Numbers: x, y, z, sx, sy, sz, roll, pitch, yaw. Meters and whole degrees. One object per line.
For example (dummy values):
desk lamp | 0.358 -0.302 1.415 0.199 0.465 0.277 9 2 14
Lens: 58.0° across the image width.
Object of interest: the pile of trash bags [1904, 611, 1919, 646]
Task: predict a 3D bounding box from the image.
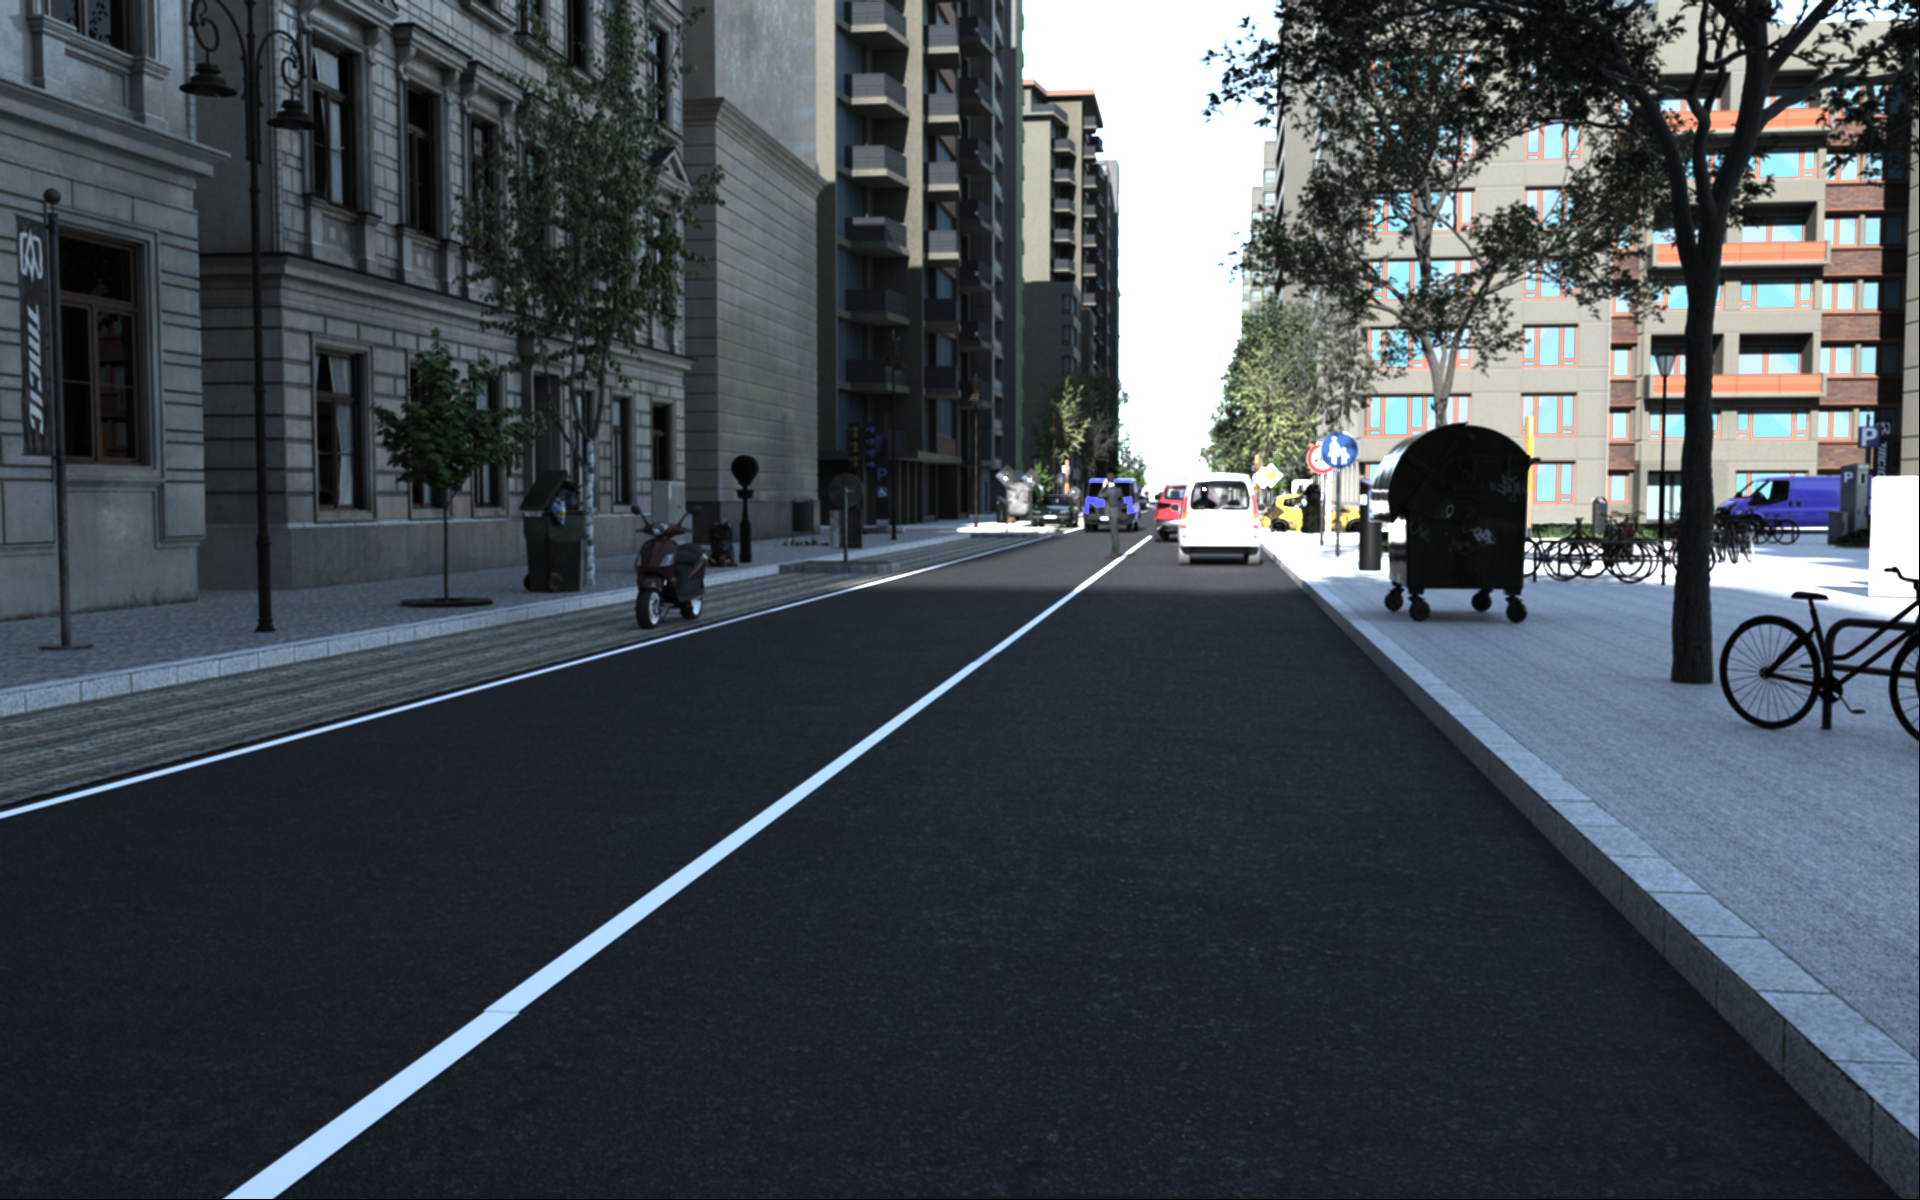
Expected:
pile of trash bags | 9.846 -0.304 14.728 3.447 1.369 1.912 -2 4 -28

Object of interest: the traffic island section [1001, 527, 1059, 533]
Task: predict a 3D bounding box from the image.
traffic island section | 2.672 -2.649 65.597 2.009 0.180 2.903 1 4 8

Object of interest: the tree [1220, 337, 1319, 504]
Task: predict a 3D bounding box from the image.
tree | 14.826 -8.050 81.975 4.737 8.622 4.395 0 3 0

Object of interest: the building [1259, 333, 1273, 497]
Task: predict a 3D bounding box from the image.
building | 45.226 -20.515 180.464 27.650 21.520 28.899 1 4 8

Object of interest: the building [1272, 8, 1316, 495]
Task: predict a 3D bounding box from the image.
building | 39.199 -32.450 154.259 21.300 48.544 21.600 1 4 8

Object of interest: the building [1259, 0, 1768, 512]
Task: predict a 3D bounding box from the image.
building | 37.491 -26.206 120.345 32.217 40.220 23.993 1 4 8

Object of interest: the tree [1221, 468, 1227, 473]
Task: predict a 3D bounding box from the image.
tree | 40.219 -18.856 258.650 4.360 8.622 3.978 0 3 0

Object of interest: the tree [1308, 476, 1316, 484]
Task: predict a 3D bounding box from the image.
tree | 20.936 -6.783 105.504 1.663 3.219 1.824 0 3 0

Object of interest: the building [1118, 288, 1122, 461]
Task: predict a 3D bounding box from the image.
building | 13.900 -36.490 288.490 32.217 40.220 23.993 1 4 8

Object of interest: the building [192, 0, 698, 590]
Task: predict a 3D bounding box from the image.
building | -12.283 -10.246 32.157 10.561 19.102 19.286 1 4 8

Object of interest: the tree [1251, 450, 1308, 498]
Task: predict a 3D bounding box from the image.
tree | 13.932 -4.995 76.273 1.663 3.219 1.824 0 3 0

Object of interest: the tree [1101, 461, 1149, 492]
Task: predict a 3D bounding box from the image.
tree | 15.219 -11.232 167.362 4.285 4.588 4.351 0 3 0

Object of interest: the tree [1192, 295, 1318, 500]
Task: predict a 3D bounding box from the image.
tree | 18.079 -11.114 98.726 9.611 12.733 9.660 0 3 0

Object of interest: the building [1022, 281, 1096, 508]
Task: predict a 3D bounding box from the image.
building | -2.424 -19.095 157.237 27.650 21.520 28.899 1 4 8

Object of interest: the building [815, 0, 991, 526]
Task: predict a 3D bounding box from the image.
building | -10.219 -26.221 83.344 22.147 44.769 28.867 1 4 8

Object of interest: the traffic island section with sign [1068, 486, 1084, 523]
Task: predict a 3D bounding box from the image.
traffic island section with sign | 5.834 -4.830 87.590 1.989 1.847 2.006 1 4 8

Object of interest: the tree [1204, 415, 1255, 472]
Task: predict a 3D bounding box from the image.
tree | 34.945 -18.089 221.516 9.928 11.665 9.643 0 3 0

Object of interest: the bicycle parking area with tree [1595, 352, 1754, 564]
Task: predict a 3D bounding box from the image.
bicycle parking area with tree | 16.786 -2.898 34.389 8.231 4.147 9.016 2 4 33

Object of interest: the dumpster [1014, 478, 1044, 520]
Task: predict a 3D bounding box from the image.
dumpster | 3.266 -4.994 84.142 1.502 2.255 1.985 1 4 8

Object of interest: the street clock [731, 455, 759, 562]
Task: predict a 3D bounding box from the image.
street clock | -4.031 -1.708 32.502 0.471 2.002 0.358 0 4 8

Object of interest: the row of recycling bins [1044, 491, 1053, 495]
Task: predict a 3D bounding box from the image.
row of recycling bins | 5.532 -7.798 134.607 3.534 1.692 1.069 1 4 18

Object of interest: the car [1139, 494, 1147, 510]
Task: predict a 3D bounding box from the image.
car | 15.819 -8.776 155.489 2.014 1.417 4.499 0 4 6

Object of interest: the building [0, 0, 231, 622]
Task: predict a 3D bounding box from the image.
building | -15.401 -10.701 11.117 11.583 22.565 21.152 1 4 8

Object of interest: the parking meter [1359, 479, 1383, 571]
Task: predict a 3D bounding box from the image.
parking meter | 6.872 -1.258 28.985 0.372 1.533 0.369 0 3 0

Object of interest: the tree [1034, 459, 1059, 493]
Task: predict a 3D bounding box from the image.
tree | 4.271 -6.051 93.540 1.663 3.219 1.824 0 3 0

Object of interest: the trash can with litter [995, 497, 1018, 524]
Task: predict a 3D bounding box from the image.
trash can with litter | 2.053 -3.938 75.779 1.055 1.170 0.624 3 4 37

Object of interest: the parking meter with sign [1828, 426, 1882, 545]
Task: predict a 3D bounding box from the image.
parking meter with sign | 22.727 -2.924 44.067 1.738 3.016 0.543 -3 4 -38

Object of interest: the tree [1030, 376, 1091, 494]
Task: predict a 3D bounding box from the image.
tree | 6.147 -9.682 108.666 4.737 8.622 4.395 0 3 0

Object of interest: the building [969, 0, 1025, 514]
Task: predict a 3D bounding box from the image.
building | -3.529 -26.245 112.702 14.154 41.232 14.086 1 4 8

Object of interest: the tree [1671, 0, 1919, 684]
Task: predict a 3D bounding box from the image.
tree | 4.686 -4.707 11.365 7.601 10.594 8.767 -2 4 -29

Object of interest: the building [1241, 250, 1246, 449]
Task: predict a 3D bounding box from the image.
building | 53.695 -36.961 287.900 14.154 41.232 14.086 1 4 8

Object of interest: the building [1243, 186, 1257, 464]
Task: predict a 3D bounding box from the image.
building | 45.600 -33.476 230.921 14.154 41.232 14.086 1 4 8

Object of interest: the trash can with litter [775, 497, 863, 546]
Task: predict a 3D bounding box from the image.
trash can with litter | -3.527 -1.969 43.249 2.233 1.210 1.678 -1 4 -9

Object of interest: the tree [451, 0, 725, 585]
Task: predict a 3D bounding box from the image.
tree | -5.304 -4.534 24.494 4.737 8.622 4.395 0 3 0

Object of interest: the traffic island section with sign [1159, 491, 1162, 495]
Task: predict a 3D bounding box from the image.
traffic island section with sign | 28.586 -14.529 246.178 1.989 1.847 2.006 1 4 8

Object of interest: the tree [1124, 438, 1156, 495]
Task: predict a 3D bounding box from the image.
tree | 23.743 -16.990 228.155 4.737 8.622 4.395 0 3 0

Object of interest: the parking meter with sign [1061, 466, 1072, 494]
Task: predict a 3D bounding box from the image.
parking meter with sign | 6.487 -6.646 104.926 0.543 3.016 1.738 0 4 -3

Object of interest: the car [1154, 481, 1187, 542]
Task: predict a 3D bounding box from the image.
car | 7.089 -2.734 53.369 2.281 1.827 5.304 1 4 9

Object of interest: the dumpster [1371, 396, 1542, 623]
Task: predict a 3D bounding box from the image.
dumpster | 5.142 -0.953 18.079 1.502 2.255 1.985 1 4 8

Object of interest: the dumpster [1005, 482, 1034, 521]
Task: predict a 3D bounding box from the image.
dumpster | 2.808 -4.663 81.994 1.264 1.857 1.865 1 4 8

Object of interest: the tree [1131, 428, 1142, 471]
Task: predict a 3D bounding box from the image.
tree | 16.776 -13.918 177.927 4.360 8.622 3.978 0 3 0

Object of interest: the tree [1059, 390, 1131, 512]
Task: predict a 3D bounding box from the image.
tree | 8.776 -10.402 120.437 4.360 8.622 3.978 0 3 0

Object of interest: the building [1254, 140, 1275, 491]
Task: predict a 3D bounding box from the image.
building | 42.140 -31.705 201.974 14.154 41.232 14.086 1 4 8

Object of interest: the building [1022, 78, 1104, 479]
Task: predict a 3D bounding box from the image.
building | 3.877 -32.479 185.656 22.147 44.769 28.867 1 4 8

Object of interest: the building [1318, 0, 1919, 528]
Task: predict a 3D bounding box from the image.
building | 31.223 -14.113 75.792 28.899 21.520 27.650 1 4 8

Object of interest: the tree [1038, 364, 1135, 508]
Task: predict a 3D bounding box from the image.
tree | 10.022 -12.949 137.472 9.928 11.665 9.643 0 3 0

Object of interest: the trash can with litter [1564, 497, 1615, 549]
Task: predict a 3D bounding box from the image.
trash can with litter | 14.917 -1.847 41.251 2.233 1.210 1.678 -3 4 -38

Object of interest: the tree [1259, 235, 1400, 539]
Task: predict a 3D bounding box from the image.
tree | 10.520 -6.056 49.375 4.360 8.622 3.978 0 3 0

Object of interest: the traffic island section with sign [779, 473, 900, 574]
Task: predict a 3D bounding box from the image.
traffic island section with sign | -2.161 -1.428 31.983 1.989 1.847 2.006 1 4 8

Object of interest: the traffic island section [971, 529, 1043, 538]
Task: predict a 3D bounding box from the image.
traffic island section | 1.538 -2.166 57.693 2.009 0.180 2.903 1 4 8

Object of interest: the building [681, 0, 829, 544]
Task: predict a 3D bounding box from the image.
building | -17.263 -15.499 50.668 25.104 27.353 12.463 1 4 8

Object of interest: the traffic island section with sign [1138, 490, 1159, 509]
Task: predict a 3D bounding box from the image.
traffic island section with sign | 20.623 -11.134 190.675 1.989 1.847 2.006 1 4 8

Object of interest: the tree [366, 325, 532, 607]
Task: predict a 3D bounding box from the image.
tree | -6.089 -1.557 20.059 1.663 3.219 1.824 0 3 0

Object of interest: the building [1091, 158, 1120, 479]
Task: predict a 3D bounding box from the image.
building | 11.560 -31.978 206.426 14.154 41.232 14.086 1 4 8
